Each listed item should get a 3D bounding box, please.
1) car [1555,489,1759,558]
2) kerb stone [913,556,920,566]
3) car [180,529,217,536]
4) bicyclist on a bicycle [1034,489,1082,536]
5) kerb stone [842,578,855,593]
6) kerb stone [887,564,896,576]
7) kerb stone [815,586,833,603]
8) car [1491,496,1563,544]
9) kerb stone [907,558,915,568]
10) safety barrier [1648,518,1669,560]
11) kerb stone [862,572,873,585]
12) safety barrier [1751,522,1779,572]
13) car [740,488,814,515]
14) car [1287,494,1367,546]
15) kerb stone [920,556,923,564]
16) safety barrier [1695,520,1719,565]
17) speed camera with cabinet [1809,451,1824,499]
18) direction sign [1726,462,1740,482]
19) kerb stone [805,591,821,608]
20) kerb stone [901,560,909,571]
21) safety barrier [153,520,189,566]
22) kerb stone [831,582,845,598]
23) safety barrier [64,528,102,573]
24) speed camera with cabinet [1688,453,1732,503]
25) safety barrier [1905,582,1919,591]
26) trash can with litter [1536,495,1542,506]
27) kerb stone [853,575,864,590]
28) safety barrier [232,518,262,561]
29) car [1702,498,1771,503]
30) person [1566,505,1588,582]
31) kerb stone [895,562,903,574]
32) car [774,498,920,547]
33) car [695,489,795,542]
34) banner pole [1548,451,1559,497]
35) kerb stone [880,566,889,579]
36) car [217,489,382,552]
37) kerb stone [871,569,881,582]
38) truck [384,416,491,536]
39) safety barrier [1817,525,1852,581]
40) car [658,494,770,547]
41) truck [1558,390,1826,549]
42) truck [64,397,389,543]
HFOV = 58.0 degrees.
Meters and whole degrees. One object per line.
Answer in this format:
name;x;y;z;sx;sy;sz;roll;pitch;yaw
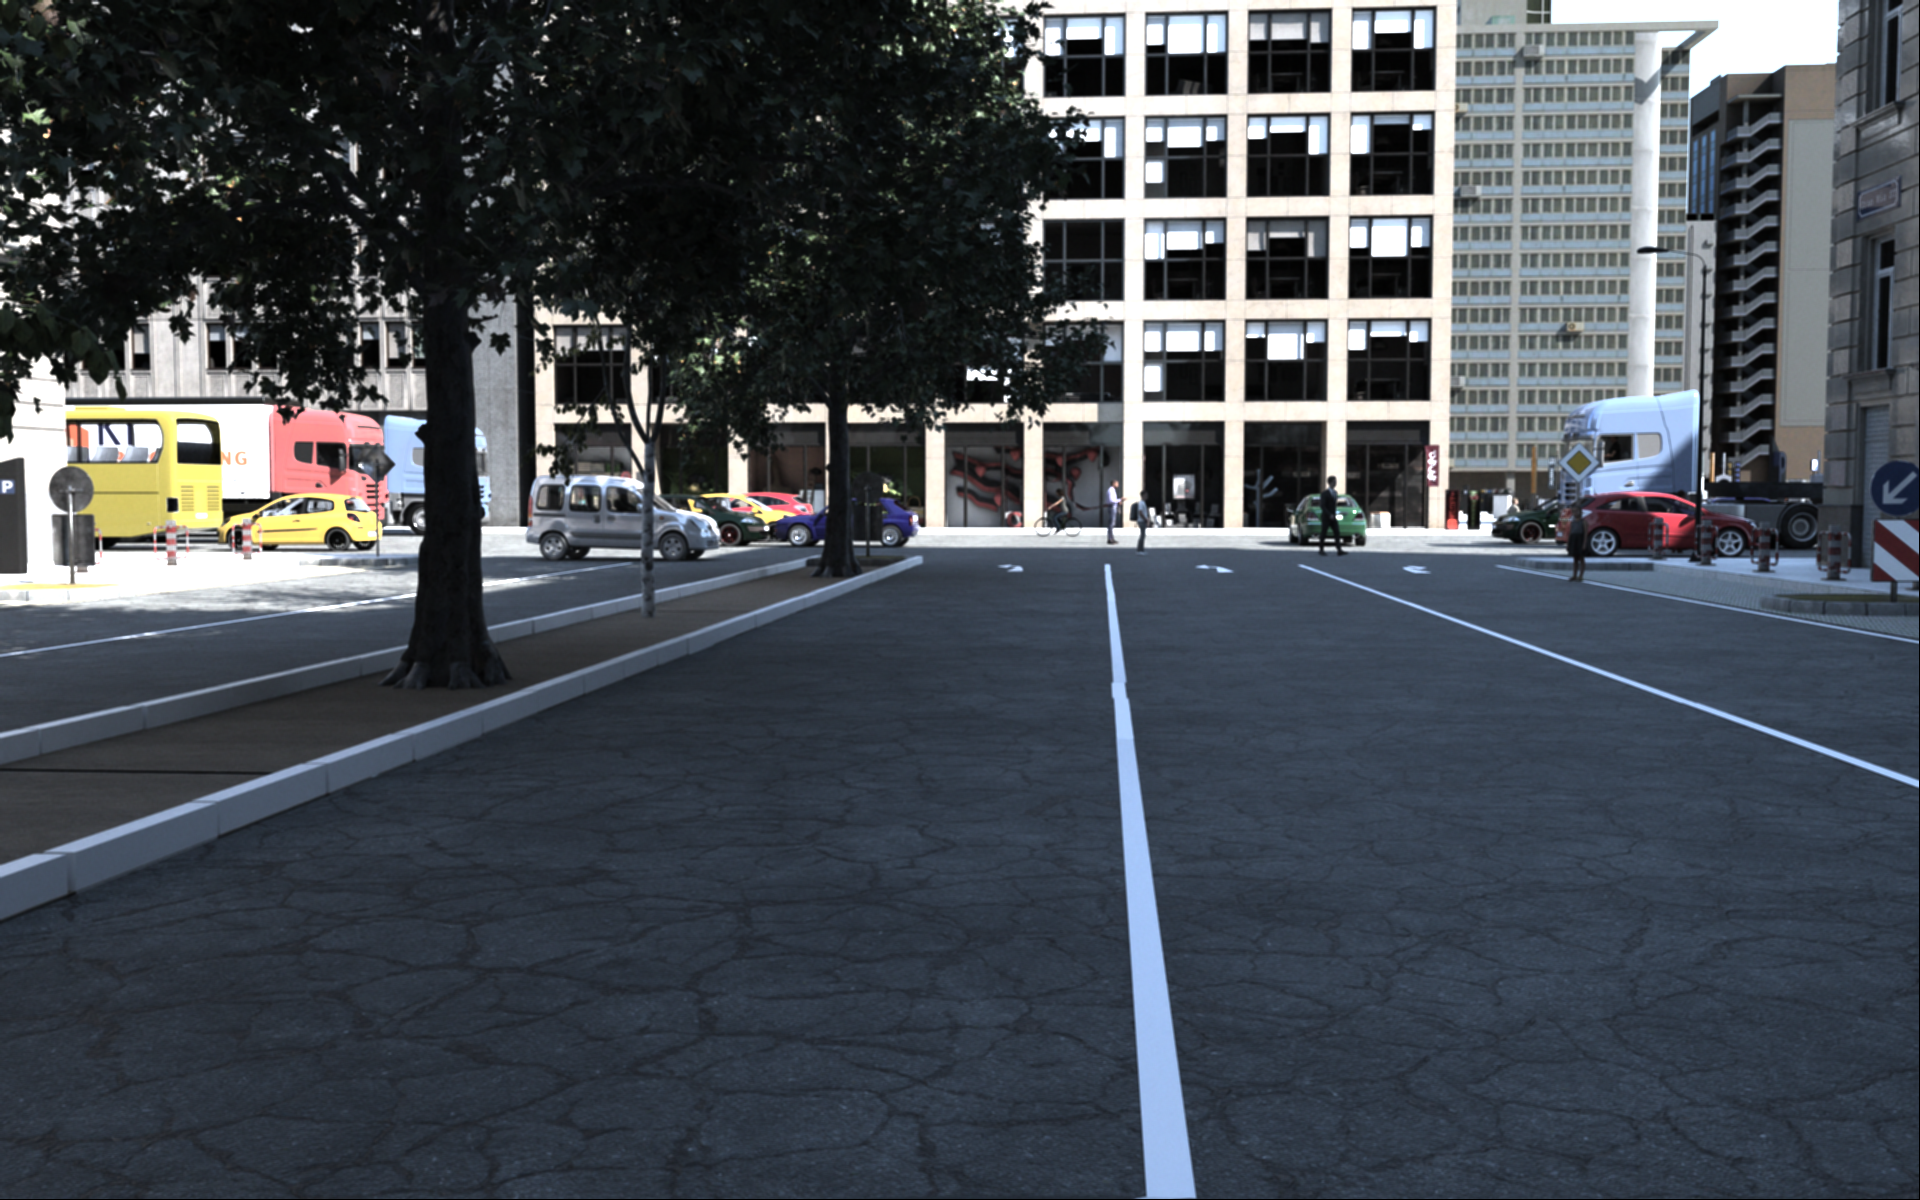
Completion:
car;15.997;-1.870;39.620;4.494;1.783;2.155;0;4;6
kerb stone;-0.953;-0.742;34.366;0.120;0.150;1.000;0;4;5
car;-25.481;-2.961;58.201;4.222;1.686;2.009;0;4;3
bicyclist on a bicycle;3.321;-2.980;58.745;1.625;1.676;1.499;0;4;3
kerb stone;-1.696;-0.179;25.144;0.120;0.150;1.000;0;4;5
kerb stone;-1.285;-0.494;30.268;0.120;0.150;1.000;0;4;5
kerb stone;-1.859;-0.055;23.093;0.120;0.150;1.000;0;4;5
car;17.609;-2.472;50.201;4.222;1.686;2.009;0;4;5
kerb stone;-1.035;-0.682;33.343;0.120;0.150;1.000;0;4;5
safety barrier;13.659;-1.199;33.884;0.300;0.817;1.120;0;4;5
kerb stone;-1.537;-0.305;27.189;0.120;0.150;1.000;0;4;5
safety barrier;13.218;-0.867;28.457;0.300;0.817;1.120;0;4;5
car;-6.947;-2.903;56.497;4.494;1.783;2.155;0;4;5
car;10.469;-2.303;49.448;2.131;1.459;4.920;0;4;6
kerb stone;-0.874;-0.802;35.389;0.120;0.150;1.000;0;4;5
safety barrier;13.437;-1.034;31.175;0.300;0.817;1.120;0;4;5
speed camera with cabinet;39.927;-5.181;79.044;2.038;3.252;0.660;2;4;23
direction sign;53.999;-7.890;121.005;0.876;3.537;0.379;1;4;12
kerb stone;-1.945;0.014;22.071;0.120;0.150;1.000;0;4;5
kerb stone;-1.120;-0.619;32.321;0.120;0.150;1.000;0;4;5
safety barrier;-14.005;-1.008;30.763;0.300;0.817;1.120;0;4;5
kerb stone;-1.777;-0.114;24.116;0.120;0.150;1.000;0;4;5
safety barrier;-14.228;-0.843;28.054;0.300;0.817;1.120;0;4;5
speed camera with cabinet;35.946;-5.437;83.235;2.038;3.252;0.660;1;4;20
safety barrier;12.783;-0.536;23.038;0.300;0.817;1.120;0;4;5
trash can with litter;28.609;-4.587;86.047;1.678;1.210;2.233;2;4;25
kerb stone;-1.614;-0.243;26.166;0.120;0.150;1.000;0;4;5
safety barrier;-13.783;-1.175;33.488;0.300;0.817;1.120;0;4;5
car;22.848;-2.432;52.336;3.894;1.354;1.945;0;4;5
person;10.110;-0.929;28.363;0.373;1.253;0.362;-2;4;-28
kerb stone;-1.200;-0.556;31.290;0.120;0.150;1.000;0;4;5
car;-3.078;-2.129;47.394;3.894;1.354;1.945;0;4;6
car;-6.626;-2.564;52.150;3.980;1.641;2.015;0;4;4
banner pole;34.443;-6.756;100.470;0.401;3.779;0.863;-2;4;-32
kerb stone;-1.365;-0.431;29.242;0.120;0.150;1.000;0;4;5
car;-16.815;-2.068;44.041;3.980;1.641;2.015;0;4;5
kerb stone;-1.450;-0.368;28.217;0.120;0.150;1.000;0;4;5
truck;-25.295;-4.333;60.607;18.799;4.110;2.967;0;4;3
safety barrier;12.998;-0.702;25.748;0.300;0.817;1.120;0;4;5
car;-7.390;-2.337;47.990;4.222;1.686;2.009;0;4;6
truck;24.833;-3.407;45.464;18.799;4.110;2.967;0;4;3
truck;-22.157;-3.818;51.336;11.283;4.237;2.839;0;4;5
